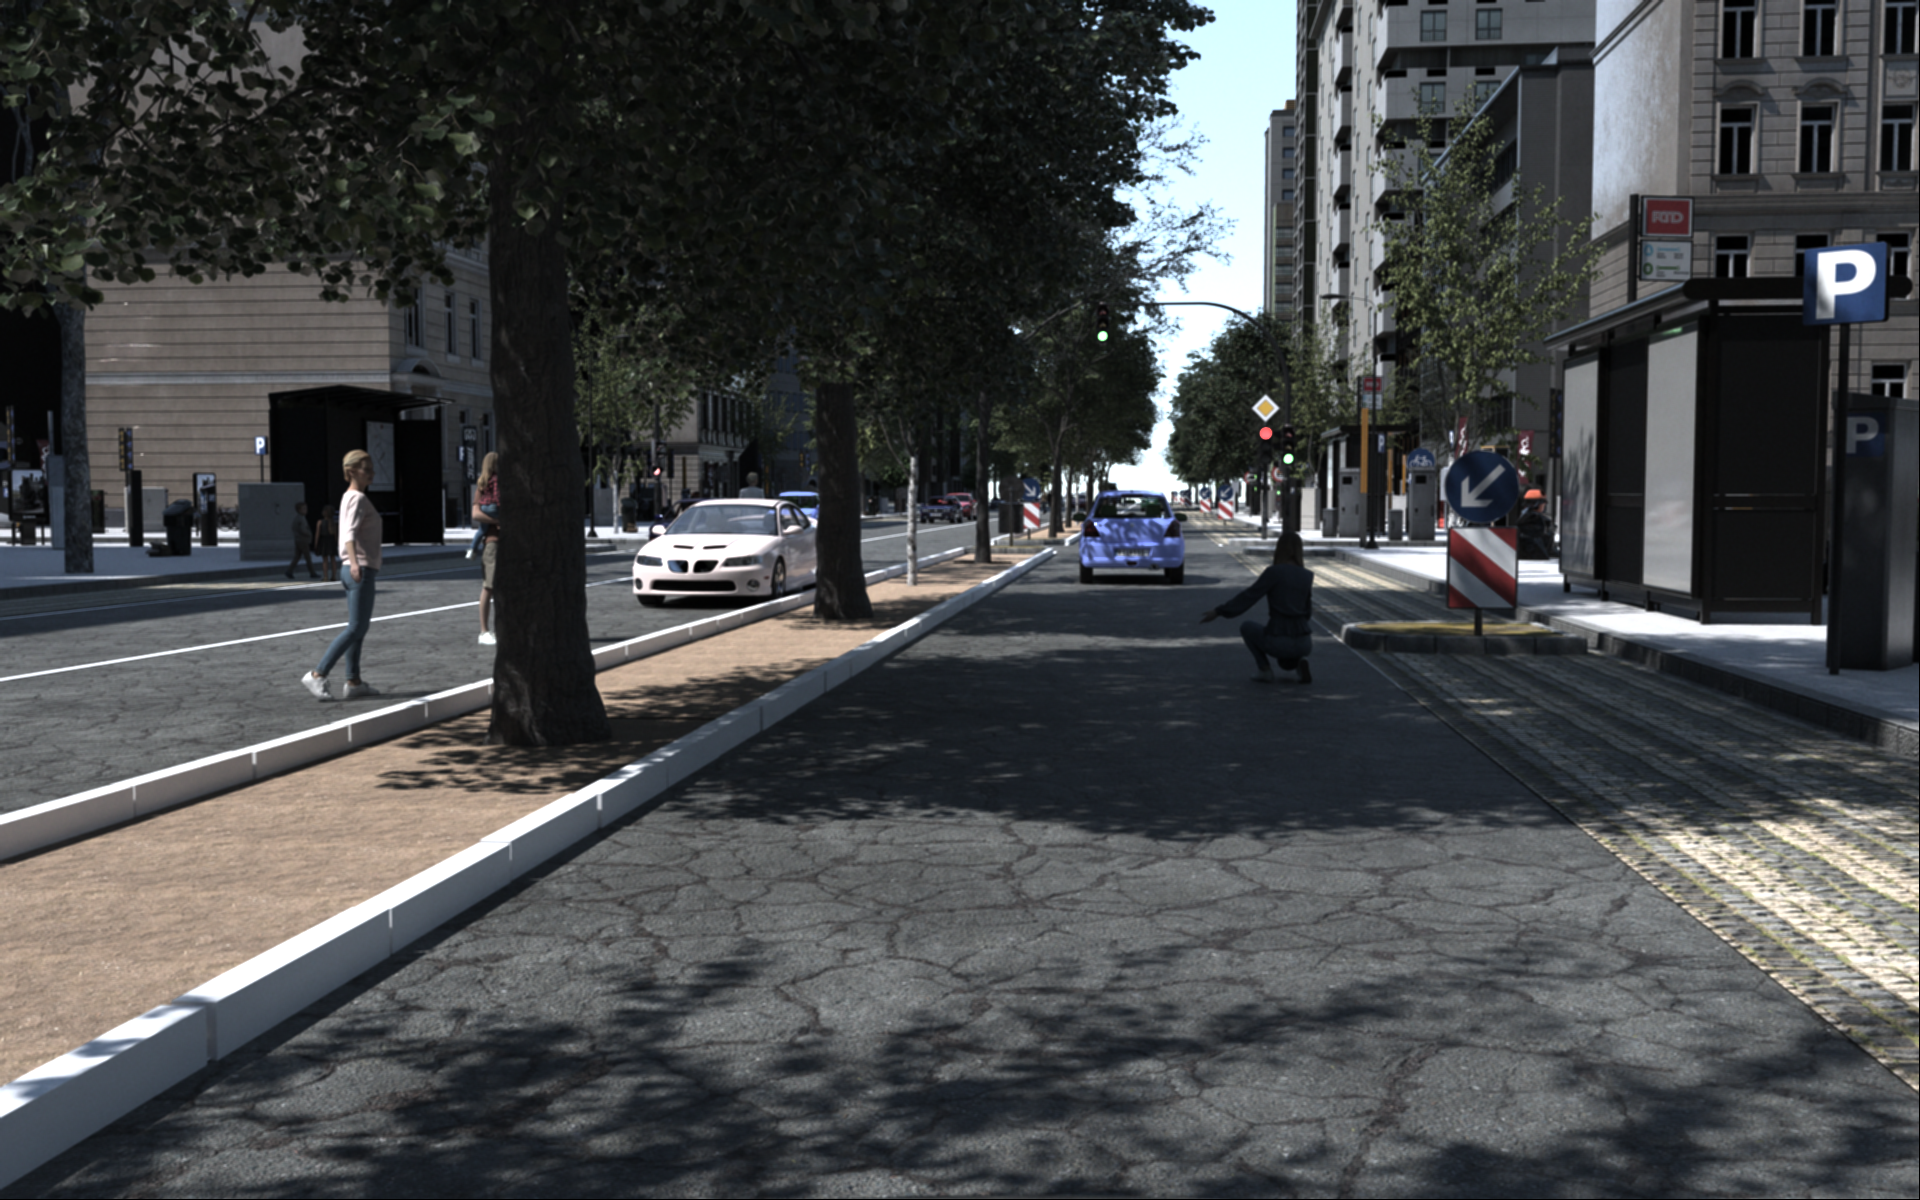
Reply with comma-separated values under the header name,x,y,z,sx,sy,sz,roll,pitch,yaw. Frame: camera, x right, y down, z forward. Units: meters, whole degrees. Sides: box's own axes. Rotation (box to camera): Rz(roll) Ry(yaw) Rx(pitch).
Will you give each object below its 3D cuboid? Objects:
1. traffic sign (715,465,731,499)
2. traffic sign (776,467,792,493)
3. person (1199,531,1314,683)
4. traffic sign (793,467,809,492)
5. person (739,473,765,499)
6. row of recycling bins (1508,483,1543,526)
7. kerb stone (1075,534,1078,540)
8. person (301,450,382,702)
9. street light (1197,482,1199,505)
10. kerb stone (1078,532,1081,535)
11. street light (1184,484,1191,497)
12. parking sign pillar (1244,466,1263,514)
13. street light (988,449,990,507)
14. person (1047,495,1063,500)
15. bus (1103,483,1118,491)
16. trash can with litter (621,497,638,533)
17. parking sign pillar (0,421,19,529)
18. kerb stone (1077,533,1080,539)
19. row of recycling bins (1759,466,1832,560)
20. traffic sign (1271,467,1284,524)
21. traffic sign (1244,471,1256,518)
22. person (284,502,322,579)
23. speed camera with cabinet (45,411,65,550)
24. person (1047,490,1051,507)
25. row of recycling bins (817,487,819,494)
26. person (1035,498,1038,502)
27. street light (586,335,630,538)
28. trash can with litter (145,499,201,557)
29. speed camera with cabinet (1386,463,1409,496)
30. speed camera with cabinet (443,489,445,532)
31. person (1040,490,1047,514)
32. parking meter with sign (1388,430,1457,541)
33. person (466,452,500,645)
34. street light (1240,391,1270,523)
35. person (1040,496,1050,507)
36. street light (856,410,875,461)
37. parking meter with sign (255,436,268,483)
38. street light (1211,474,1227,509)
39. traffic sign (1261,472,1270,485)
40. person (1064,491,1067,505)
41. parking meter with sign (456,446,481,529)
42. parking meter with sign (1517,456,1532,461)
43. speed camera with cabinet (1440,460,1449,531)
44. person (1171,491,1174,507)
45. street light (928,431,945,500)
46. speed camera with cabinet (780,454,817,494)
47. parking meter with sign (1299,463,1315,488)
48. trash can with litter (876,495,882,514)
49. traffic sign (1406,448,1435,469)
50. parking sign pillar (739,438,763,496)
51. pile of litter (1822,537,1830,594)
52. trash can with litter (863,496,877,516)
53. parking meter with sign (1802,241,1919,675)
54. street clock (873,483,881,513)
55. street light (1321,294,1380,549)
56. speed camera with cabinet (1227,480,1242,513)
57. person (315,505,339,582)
name,x,y,z,sx,sy,sz,roll,pitch,yaw
traffic sign,-10.503,-4.677,76.582,0.768,2.556,0.104,1,4,14
traffic sign,-8.441,-5.066,82.940,0.768,2.556,0.104,1,4,15
person,2.359,0.041,13.322,1.012,1.151,0.738,-1,4,-11
traffic sign,-7.403,-4.924,80.615,0.768,2.556,0.104,0,4,8
person,-3.930,-1.507,33.013,0.514,1.842,0.818,-2,4,-24
row of recycling bins,20.116,-3.427,63.148,3.534,1.692,1.069,-3,5,-40
kerb stone,3.414,-1.844,52.337,0.120,0.150,1.000,0,4,6
person,-4.294,-0.177,12.071,0.598,1.740,0.731,-3,4,-38
street light,21.850,-11.095,153.942,1.470,5.913,1.316,0,4,6
kerb stone,3.644,-1.961,54.370,0.120,0.150,1.000,0,4,6
street light,26.910,-13.874,199.387,1.470,5.913,1.316,0,4,6
parking sign pillar,19.446,-7.684,114.100,1.447,3.967,1.447,-2,4,-34
street light,3.357,-12.283,173.362,1.470,5.913,1.316,0,4,6
person,7.678,-8.030,139.819,1.348,1.821,0.705,0,4,6
bus,23.292,-16.869,270.672,2.948,3.499,13.247,0,4,7
trash can with litter,-10.905,-2.825,57.578,0.624,1.170,1.055,-2,4,-24
parking sign pillar,-34.941,-4.605,63.771,1.447,3.967,1.447,1,4,19
kerb stone,3.525,-1.899,53.353,0.120,0.150,1.000,0,4,6
row of recycling bins,12.697,-1.131,25.613,1.069,1.692,3.534,0,4,8
traffic sign,13.839,-4.573,74.880,0.768,2.556,0.104,1,4,13
traffic sign,15.845,-5.763,94.333,0.768,2.556,0.104,1,4,15
person,-11.123,-1.007,29.235,0.475,1.303,0.640,2,4,35
speed camera with cabinet,-21.137,-2.841,40.786,0.660,3.252,2.038,-2,4,-29
person,9.954,-11.200,191.254,1.348,1.869,0.705,-1,4,-12
row of recycling bins,-7.599,-5.580,98.352,1.069,1.692,3.534,-2,4,-28
person,6.641,-8.555,151.632,0.557,1.426,1.065,1,4,17
street light,-10.291,-4.784,50.757,1.470,5.913,1.316,0,4,6
trash can with litter,-16.261,-1.491,35.761,0.624,1.170,1.055,1,4,16
speed camera with cabinet,26.473,-6.799,105.495,2.038,3.252,0.660,1,4,12
speed camera with cabinet,-17.883,-3.836,57.052,0.660,3.252,2.038,2,4,24
person,5.998,-7.068,123.972,0.656,1.842,0.836,2,4,26
parking meter with sign,12.655,-3.134,47.494,1.738,3.016,0.543,0,4,4
person,-4.426,-0.495,16.568,0.573,1.828,0.580,-1,4,-11
street light,13.308,-6.460,78.165,1.470,5.913,1.316,0,4,6
person,9.306,-11.044,189.772,1.217,1.736,0.721,-2,4,-30
street light,-5.184,-7.564,96.212,1.470,5.913,1.316,0,4,6
parking meter with sign,-20.663,-3.480,53.156,0.543,3.016,1.738,2,4,35
street light,18.441,-9.221,123.298,1.470,5.913,1.316,0,4,6
traffic sign,14.087,-4.778,80.253,0.606,2.300,0.079,1,4,11
person,14.175,-13.543,229.798,0.709,1.838,0.599,0,4,5
parking meter with sign,-17.350,-4.067,62.764,1.738,3.016,0.543,2,4,24
parking meter with sign,22.368,-4.479,69.485,0.543,3.016,1.738,2,4,35
speed camera with cabinet,17.322,-3.948,58.882,0.660,3.252,2.038,-2,4,-35
person,22.966,-10.871,186.944,0.721,1.736,1.217,1,4,11
street light,-1.763,-9.478,127.505,1.470,5.913,1.316,0,4,6
speed camera with cabinet,-7.968,-5.577,85.516,0.660,3.252,2.038,3,5,41
parking meter with sign,19.318,-6.058,95.309,0.543,3.016,1.738,-1,4,-16
trash can with litter,-5.855,-6.091,110.649,2.233,1.210,1.678,-1,4,-17
traffic sign,12.740,-2.927,47.971,0.768,2.556,0.104,0,4,8
parking sign pillar,-10.072,-5.804,83.366,1.447,3.967,1.447,3,5,44
pile of litter,11.017,-0.480,21.812,1.176,0.858,1.719,-1,4,-14
trash can with litter,-5.279,-5.472,100.851,0.624,1.170,1.055,-3,4,-39
parking meter with sign,6.801,-1.012,12.803,1.738,3.016,0.543,-3,5,-45
street clock,-5.409,-6.645,113.220,0.471,2.002,0.358,3,5,41
street light,9.064,-4.141,40.246,1.470,5.913,1.316,0,4,6
speed camera with cabinet,18.522,-7.494,116.866,0.660,3.252,2.038,1,4,21
person,-10.329,-0.921,28.221,0.362,1.253,0.373,-3,5,-41
